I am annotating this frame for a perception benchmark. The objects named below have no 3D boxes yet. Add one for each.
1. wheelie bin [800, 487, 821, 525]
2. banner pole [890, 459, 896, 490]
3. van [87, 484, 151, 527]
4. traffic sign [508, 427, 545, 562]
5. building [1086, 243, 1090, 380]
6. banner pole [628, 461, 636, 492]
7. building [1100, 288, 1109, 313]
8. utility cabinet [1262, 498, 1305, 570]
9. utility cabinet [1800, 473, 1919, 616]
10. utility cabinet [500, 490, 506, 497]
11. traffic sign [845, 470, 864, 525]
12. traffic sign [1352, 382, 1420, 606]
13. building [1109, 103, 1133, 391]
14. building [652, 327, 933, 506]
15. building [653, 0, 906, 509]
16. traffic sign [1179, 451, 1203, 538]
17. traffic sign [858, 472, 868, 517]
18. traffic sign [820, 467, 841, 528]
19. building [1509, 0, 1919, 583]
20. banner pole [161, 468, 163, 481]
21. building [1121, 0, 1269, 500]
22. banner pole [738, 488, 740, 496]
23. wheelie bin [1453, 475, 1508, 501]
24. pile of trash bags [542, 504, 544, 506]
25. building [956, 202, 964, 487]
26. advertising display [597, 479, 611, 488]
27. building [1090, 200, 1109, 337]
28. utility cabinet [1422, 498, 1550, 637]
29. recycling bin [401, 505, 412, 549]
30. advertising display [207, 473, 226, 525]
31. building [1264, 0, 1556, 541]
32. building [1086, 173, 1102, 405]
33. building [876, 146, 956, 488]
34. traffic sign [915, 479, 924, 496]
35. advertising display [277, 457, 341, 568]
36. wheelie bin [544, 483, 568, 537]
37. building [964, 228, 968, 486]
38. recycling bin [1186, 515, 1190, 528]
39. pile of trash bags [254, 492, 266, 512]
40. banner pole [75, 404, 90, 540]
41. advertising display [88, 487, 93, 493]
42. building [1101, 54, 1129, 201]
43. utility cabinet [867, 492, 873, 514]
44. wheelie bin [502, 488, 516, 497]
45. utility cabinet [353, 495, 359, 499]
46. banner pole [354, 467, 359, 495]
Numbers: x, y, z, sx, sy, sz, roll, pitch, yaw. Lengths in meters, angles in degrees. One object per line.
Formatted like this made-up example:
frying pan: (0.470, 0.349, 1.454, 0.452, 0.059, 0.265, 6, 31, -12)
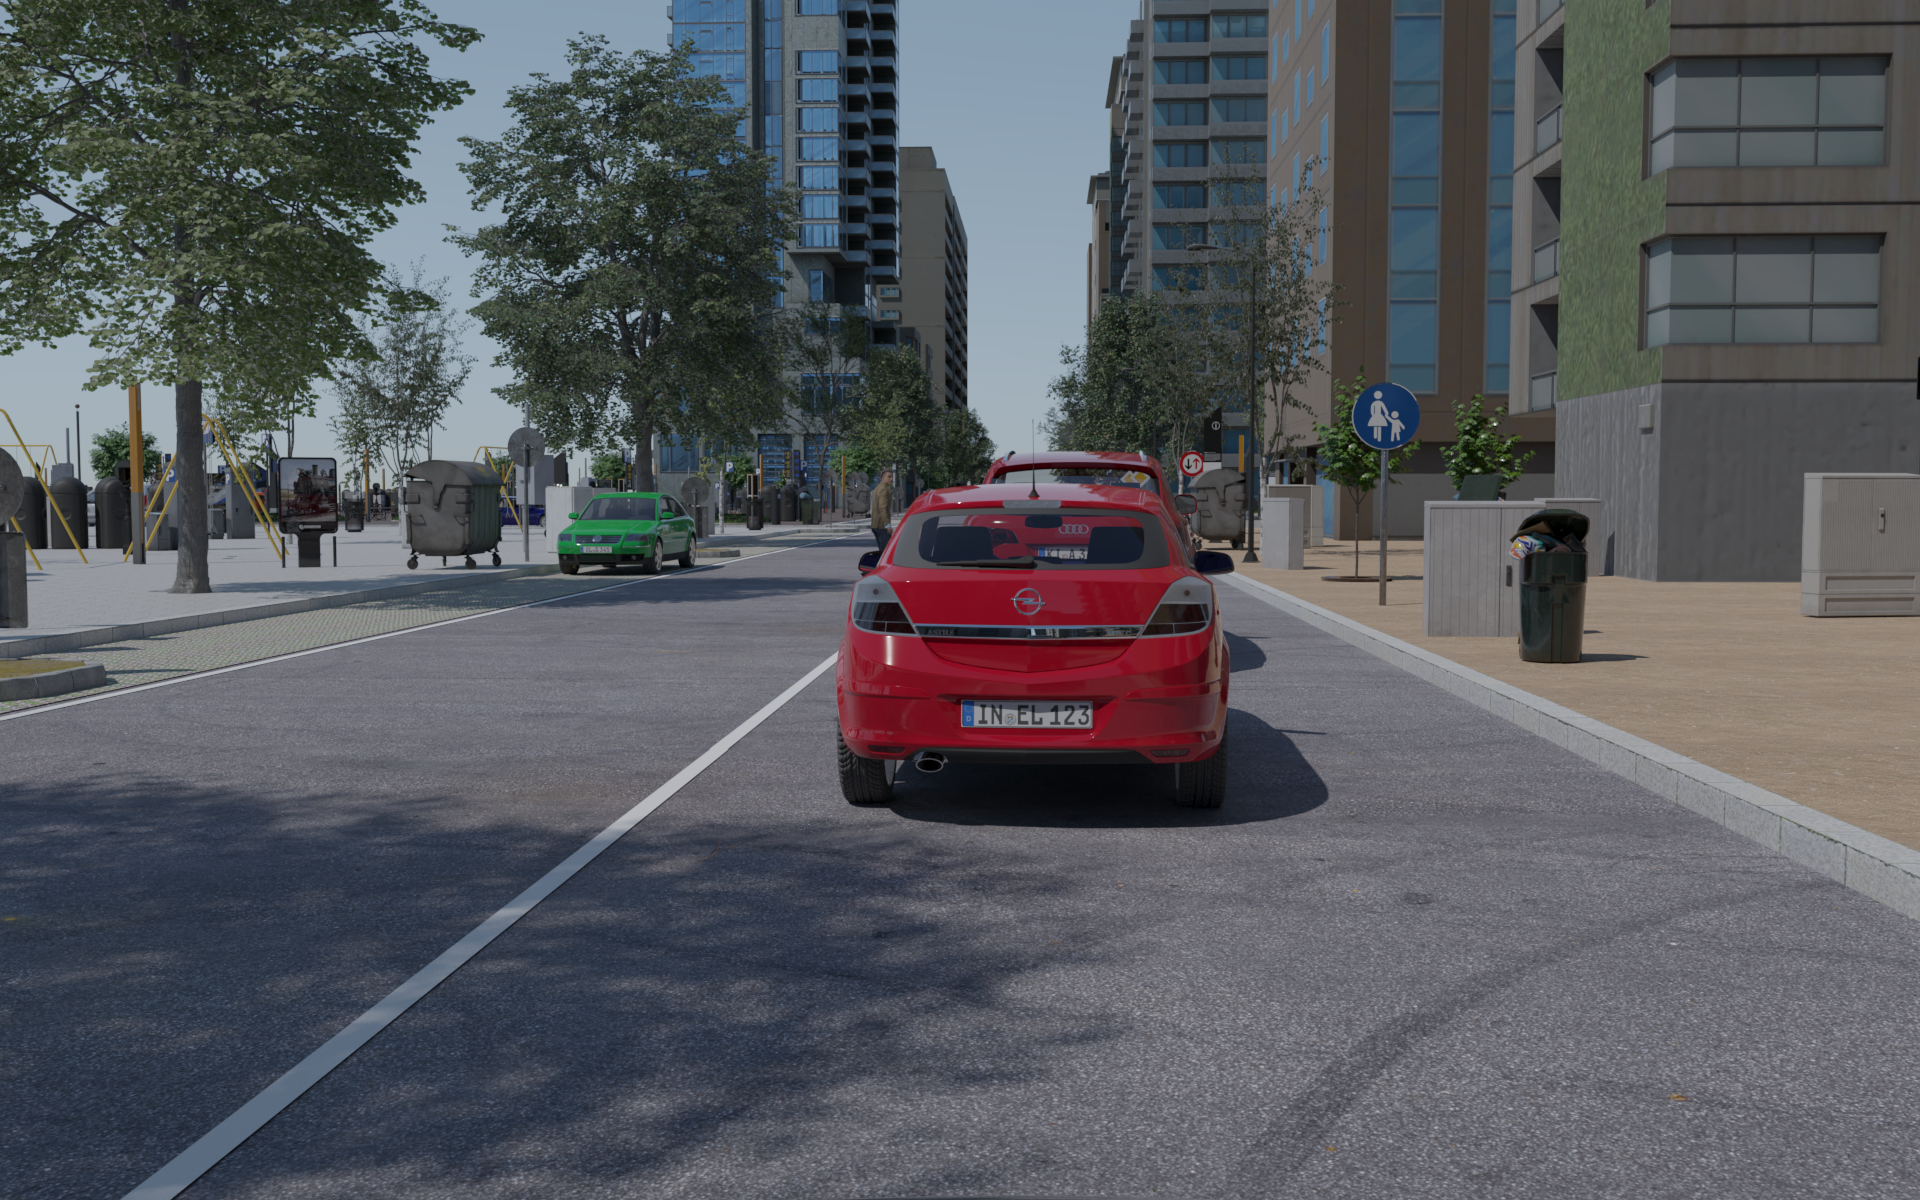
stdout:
wheelie bin: (-6.301, -3.955, 72.568, 0.693, 1.594, 0.980, 2, 4, 25)
banner pole: (-4.719, -8.042, 121.508, 0.401, 3.779, 0.863, -3, 4, -39)
van: (-34.556, -3.871, 70.309, 4.112, 2.044, 2.013, 0, 4, 2)
traffic sign: (-8.232, -2.003, 32.862, 0.768, 2.556, 0.104, 1, 4, 12)
building: (28.852, -39.652, 298.412, 14.600, 45.320, 14.200, 0, 4, 3)
banner pole: (-24.606, -8.544, 129.710, 0.863, 3.779, 0.401, -1, 4, -13)
building: (26.517, -28.786, 242.357, 14.160, 30.474, 14.107, 0, 4, 3)
utility cabinet: (5.539, -1.133, 29.683, 0.306, 1.237, 1.020, -1, 4, -17)
utility cabinet: (9.416, -0.574, 18.056, 1.173, 1.500, 0.318, -1, 4, -9)
utility cabinet: (-24.387, -5.147, 92.828, 0.318, 1.500, 1.173, 0, 4, -2)
traffic sign: (-4.429, -4.218, 72.614, 0.795, 2.450, 0.064, 0, 4, 3)
traffic sign: (4.866, -1.208, 19.858, 0.768, 2.556, 0.104, 0, 4, 6)
building: (22.827, -30.631, 184.407, 14.154, 41.232, 14.086, 0, 4, 3)
building: (-17.766, -21.380, 194.600, 27.650, 21.520, 28.899, 0, 4, 3)
building: (-15.881, -51.981, 162.565, 22.319, 86.520, 31.000, 0, 4, 3)
traffic sign: (6.829, -3.111, 50.965, 0.768, 2.556, 0.104, 0, 4, 8)
traffic sign: (-5.589, -6.021, 98.554, 0.768, 2.556, 0.104, 1, 4, 10)
traffic sign: (-4.818, -3.731, 64.638, 0.795, 2.450, 0.064, 0, 4, 3)
building: (17.479, -21.213, 30.430, 14.154, 41.232, 14.086, 0, 4, 3)
banner pole: (-67.345, -9.527, 145.785, 0.863, 3.779, 0.401, 1, 4, 10)
building: (26.509, -33.119, 161.096, 23.786, 49.044, 30.456, 0, 4, 3)
banner pole: (-17.625, -9.148, 139.580, 0.863, 3.779, 0.401, 1, 4, 19)
wheelie bin: (8.555, -1.255, 28.433, 0.980, 1.594, 0.693, 3, 5, 40)
pile of trash bags: (-20.390, -4.949, 90.661, 3.447, 1.369, 1.912, 0, 4, -3)
building: (-10.935, -39.313, 266.471, 21.300, 48.544, 21.600, 0, 4, 3)
advertising display: (-15.588, -4.323, 75.896, 0.123, 1.923, 0.974, 1, 4, 19)
building: (27.162, -37.082, 256.396, 14.600, 45.320, 14.200, 0, 4, 3)
utility cabinet: (4.728, -0.274, 15.635, 1.020, 1.237, 0.306, 0, 4, 4)
recycling bin: (-12.666, -1.729, 40.826, 0.722, 1.027, 0.722, 1, 4, 14)
advertising display: (-22.705, -2.918, 52.930, 0.123, 1.923, 0.974, 3, 5, 43)
building: (17.269, -24.607, 52.443, 14.600, 45.320, 14.200, 0, 4, 3)
building: (34.813, -42.042, 276.630, 28.713, 52.752, 27.495, 0, 4, 3)
building: (-12.166, -37.997, 244.946, 21.300, 48.544, 21.600, 0, 4, 3)
traffic sign: (-3.357, -8.796, 143.918, 0.768, 2.556, 0.104, 0, 4, 5)
advertising display: (-11.376, -1.530, 30.230, 0.974, 1.923, 0.123, -2, 4, -29)
wheelie bin: (-11.992, -2.667, 51.513, 0.980, 1.594, 0.693, 1, 4, 10)
building: (-9.829, -40.674, 288.726, 21.300, 48.544, 21.600, 0, 4, 3)
recycling bin: (8.339, -3.176, 64.481, 0.722, 1.027, 0.722, 1, 4, 18)
pile of trash bags: (-54.991, -7.627, 134.459, 1.912, 1.369, 3.447, -3, 5, -40)
banner pole: (-24.601, -3.571, 48.407, 0.401, 3.779, 0.863, -2, 4, -24)
advertising display: (-75.252, -8.812, 149.290, 0.974, 1.923, 0.123, -1, 4, -13)
building: (31.898, -37.646, 204.753, 28.713, 52.752, 27.495, 0, 4, 3)
utility cabinet: (-6.037, -6.156, 109.337, 1.173, 1.500, 0.318, 2, 4, 25)
wheelie bin: (-22.832, -4.921, 88.359, 0.980, 1.594, 0.693, -1, 4, -12)
utility cabinet: (-42.701, -6.814, 122.575, 0.306, 1.237, 1.020, -2, 4, -34)
banner pole: (-49.594, -9.311, 142.255, 0.863, 3.779, 0.401, 3, 5, 41)
